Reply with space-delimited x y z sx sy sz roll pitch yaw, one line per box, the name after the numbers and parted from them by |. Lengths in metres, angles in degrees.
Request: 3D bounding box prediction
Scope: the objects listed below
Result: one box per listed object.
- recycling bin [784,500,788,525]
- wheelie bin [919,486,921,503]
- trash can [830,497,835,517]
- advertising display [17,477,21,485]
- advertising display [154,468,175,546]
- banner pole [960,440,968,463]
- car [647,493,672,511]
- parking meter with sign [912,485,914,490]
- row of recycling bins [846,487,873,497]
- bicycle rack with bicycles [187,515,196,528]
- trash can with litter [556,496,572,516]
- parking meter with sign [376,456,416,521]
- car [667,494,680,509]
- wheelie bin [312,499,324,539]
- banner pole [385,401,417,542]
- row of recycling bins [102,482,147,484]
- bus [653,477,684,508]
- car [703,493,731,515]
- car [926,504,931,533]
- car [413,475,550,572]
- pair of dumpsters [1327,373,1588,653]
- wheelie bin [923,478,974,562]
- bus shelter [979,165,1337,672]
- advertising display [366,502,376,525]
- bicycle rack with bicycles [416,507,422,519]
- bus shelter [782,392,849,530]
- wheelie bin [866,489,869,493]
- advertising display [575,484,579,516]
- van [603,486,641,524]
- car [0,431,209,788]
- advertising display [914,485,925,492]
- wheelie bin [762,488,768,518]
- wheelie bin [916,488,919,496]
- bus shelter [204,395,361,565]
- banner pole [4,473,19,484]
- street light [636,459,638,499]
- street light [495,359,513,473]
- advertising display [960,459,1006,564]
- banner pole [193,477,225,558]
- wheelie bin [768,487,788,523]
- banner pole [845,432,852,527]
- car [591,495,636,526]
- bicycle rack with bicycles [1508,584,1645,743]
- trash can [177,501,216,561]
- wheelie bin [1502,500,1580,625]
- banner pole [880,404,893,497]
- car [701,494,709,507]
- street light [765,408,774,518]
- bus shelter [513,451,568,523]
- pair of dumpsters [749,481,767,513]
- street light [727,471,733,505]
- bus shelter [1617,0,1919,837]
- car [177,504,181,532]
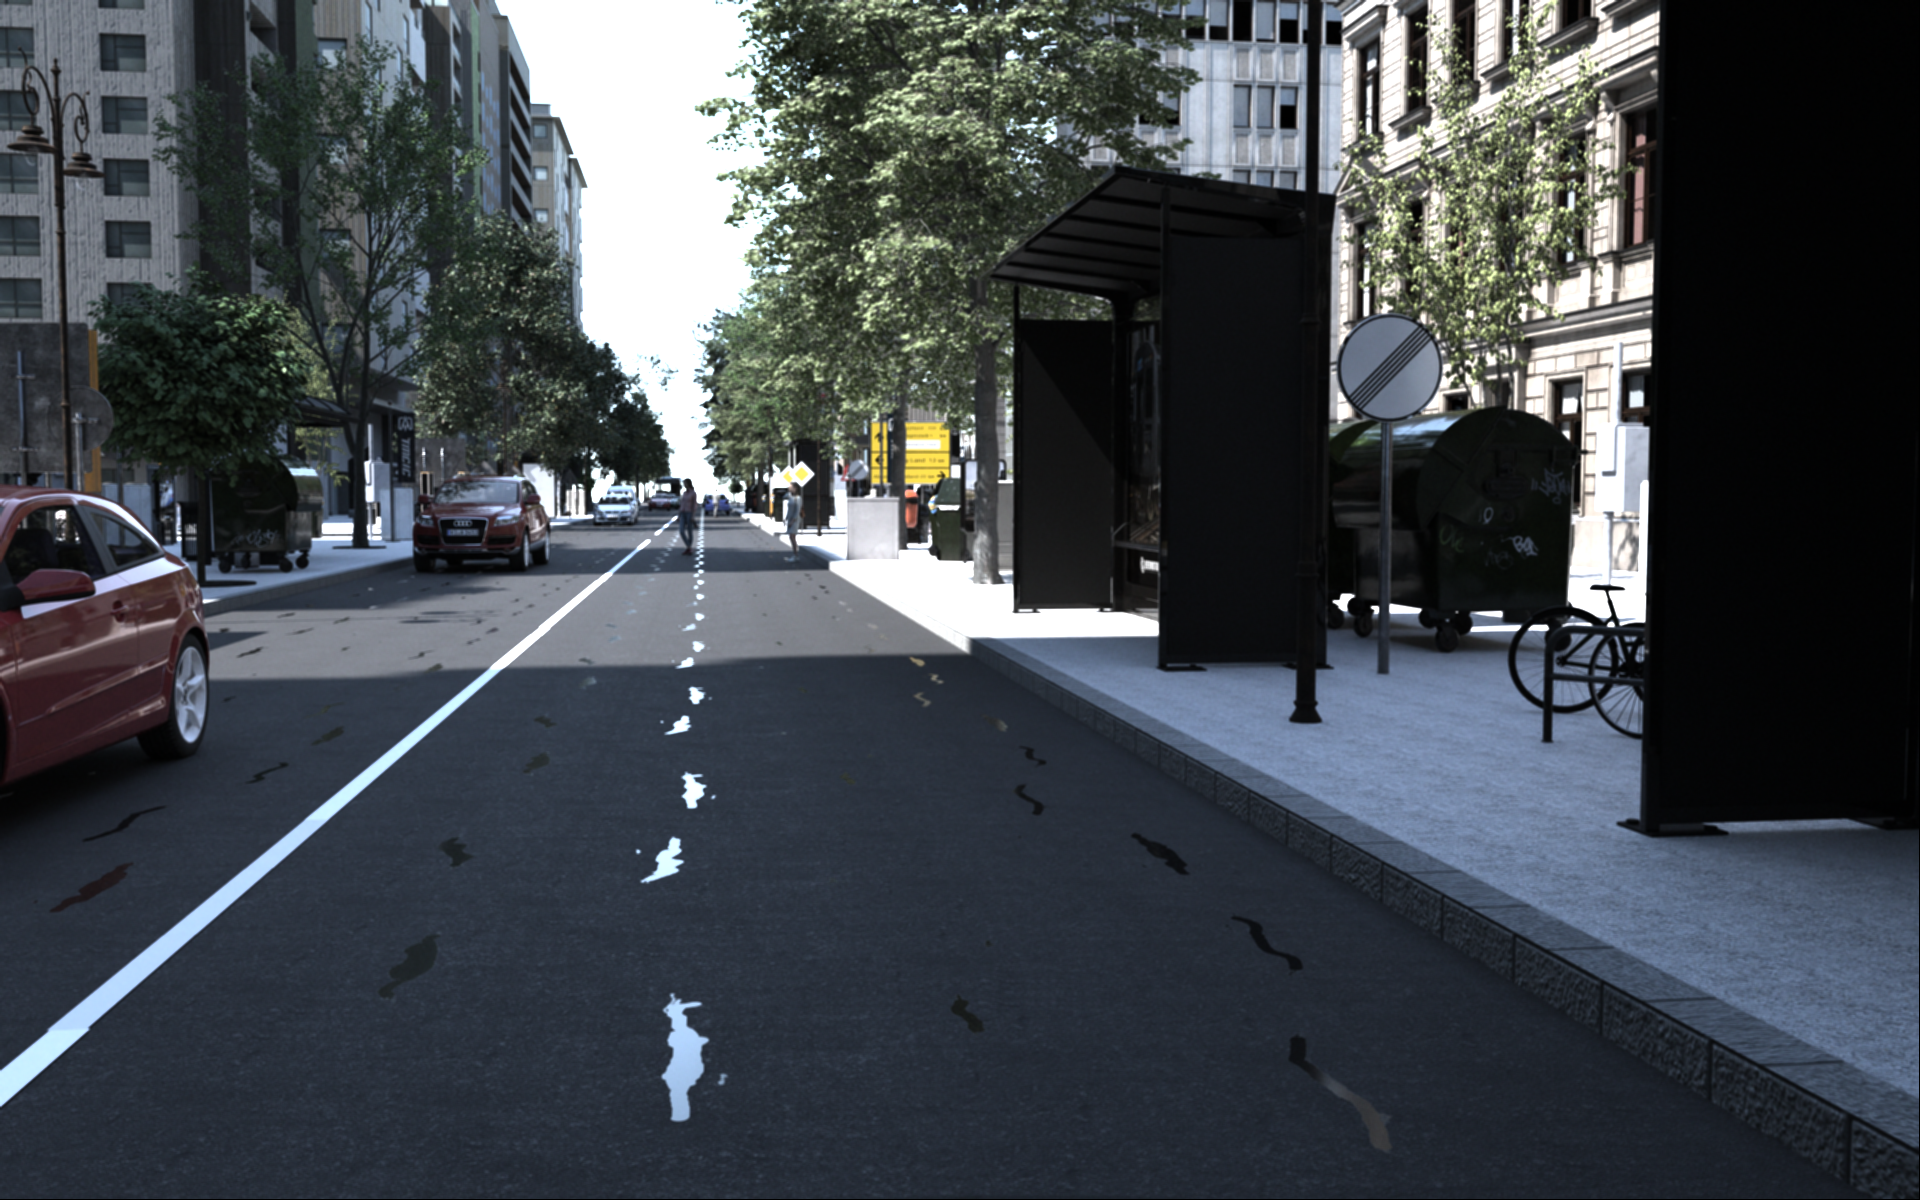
-6.786 -3.599 71.397 0.722 1.027 0.722 2 4 31 | recycling bin
-0.212 -1.697 35.659 0.693 1.594 0.980 2 4 35 | wheelie bin
-7.548 -5.514 101.804 0.748 1.137 0.748 0 3 0 | trash can
-25.125 -2.549 46.885 0.974 1.923 0.123 1 4 21 | advertising display
-19.819 -2.322 43.173 0.123 1.923 0.974 0 4 -4 | advertising display
0.167 -5.544 80.657 0.401 3.779 0.863 -2 4 -33 | banner pole
-25.601 -8.467 147.483 2.155 1.783 4.494 -1 4 -10 | car
-2.900 -7.298 115.583 0.543 3.016 1.738 -1 4 -18 | parking meter with sign
-5.631 -6.112 107.036 3.534 1.692 1.069 1 4 17 | row of recycling bins
-29.987 -3.165 65.123 2.925 0.926 2.852 -2 4 -34 | bicycle rack with bicycles
-22.725 -5.362 99.059 0.624 1.170 1.055 3 4 39 | trash can with litter
-26.346 -5.181 80.974 0.543 3.016 1.738 3 5 42 | parking meter with sign
-27.369 -9.224 162.603 2.131 1.459 4.920 -1 4 -9 | car
-18.794 -2.574 49.990 0.980 1.594 0.693 0 4 -2 | wheelie bin
-15.036 -3.457 46.532 0.863 3.779 0.401 -2 4 -24 | banner pole
-28.950 -3.218 59.730 1.069 1.692 3.534 2 4 24 | row of recycling bins
-30.009 -11.276 179.214 2.948 3.499 13.247 0 4 -7 | bus
-16.826 -6.755 120.042 1.945 1.707 3.694 -1 4 -8 | car
-0.339 -2.796 58.077 4.827 1.381 2.083 0 4 -7 | car
-9.253 -1.535 33.777 2.281 1.827 5.304 0 4 -6 | car
4.053 -0.826 15.991 1.574 2.255 4.437 -1 4 -8 | pair of dumpsters
-0.067 -1.543 33.135 0.980 1.594 0.693 2 4 31 | wheelie bin
1.507 -1.488 15.605 1.731 3.624 6.357 -1 4 -8 | bus shelter
-24.396 -4.067 71.709 0.974 1.923 0.123 -1 4 -16 | advertising display
-26.271 -4.553 87.829 2.852 0.926 2.925 0 4 -2 | bicycle rack with bicycles
-5.564 -5.378 65.561 2.179 5.291 8.768 -1 4 -8 | bus shelter
-6.051 -6.254 110.165 0.980 1.594 0.693 -3 5 -39 | wheelie bin
-22.536 -5.912 101.882 0.123 1.923 0.974 -1 4 -17 | advertising display
-16.744 -4.792 85.363 2.013 2.044 4.112 -1 4 -10 | van
-4.897 0.070 7.902 2.155 1.783 4.494 0 4 -7 | car
-2.347 -5.634 97.326 0.123 1.923 0.974 -2 4 -25 | advertising display
-10.258 -5.291 94.408 0.980 1.594 0.693 -1 4 -22 | wheelie bin
-1.328 -3.555 66.028 0.693 1.594 0.980 3 4 37 | wheelie bin
-13.185 -2.427 33.600 2.014 3.302 5.546 -1 4 -8 | bus shelter
-16.721 -2.486 30.666 0.863 3.779 0.401 1 4 21 | banner pole
-33.004 -12.472 176.712 0.468 5.910 1.993 -1 4 -8 | street light
-15.616 -5.300 59.451 0.468 5.910 1.993 -1 4 -8 | street light
0.434 -1.639 32.007 0.974 1.923 0.123 -3 4 -36 | advertising display
-14.914 -2.718 34.458 0.401 3.779 0.863 2 4 25 | banner pole
-7.997 -4.273 77.764 0.980 1.594 0.693 0 4 -6 | wheelie bin
-4.312 -4.783 68.219 0.401 3.779 0.863 0 4 4 | banner pole
-15.789 -4.104 79.098 2.014 1.417 4.499 -1 4 -9 | car
4.258 0.257 9.188 2.925 0.926 2.852 3 5 44 | bicycle rack with bicycles
-14.664 -1.326 33.334 0.748 1.137 0.748 0 3 0 | trash can
5.729 -0.574 17.290 0.693 1.594 0.980 3 4 38 | wheelie bin
-1.921 -3.507 47.358 0.863 3.779 0.401 0 4 4 | banner pole
-27.303 -10.889 189.835 2.131 1.459 4.920 -1 4 -10 | car
-10.210 -7.329 92.612 0.468 5.910 1.993 -1 4 -8 | street light
-18.954 -5.182 78.645 2.014 3.302 5.546 -1 4 -9 | bus shelter
-13.678 -7.136 119.162 1.574 2.255 4.437 -1 4 -9 | pair of dumpsters
-27.586 -14.486 209.630 0.468 5.910 1.993 -1 4 -8 | street light
3.502 -0.749 3.537 1.731 3.624 6.357 -1 4 -8 | bus shelter
-26.620 -2.523 53.614 4.827 1.381 2.083 0 4 -8 | car
